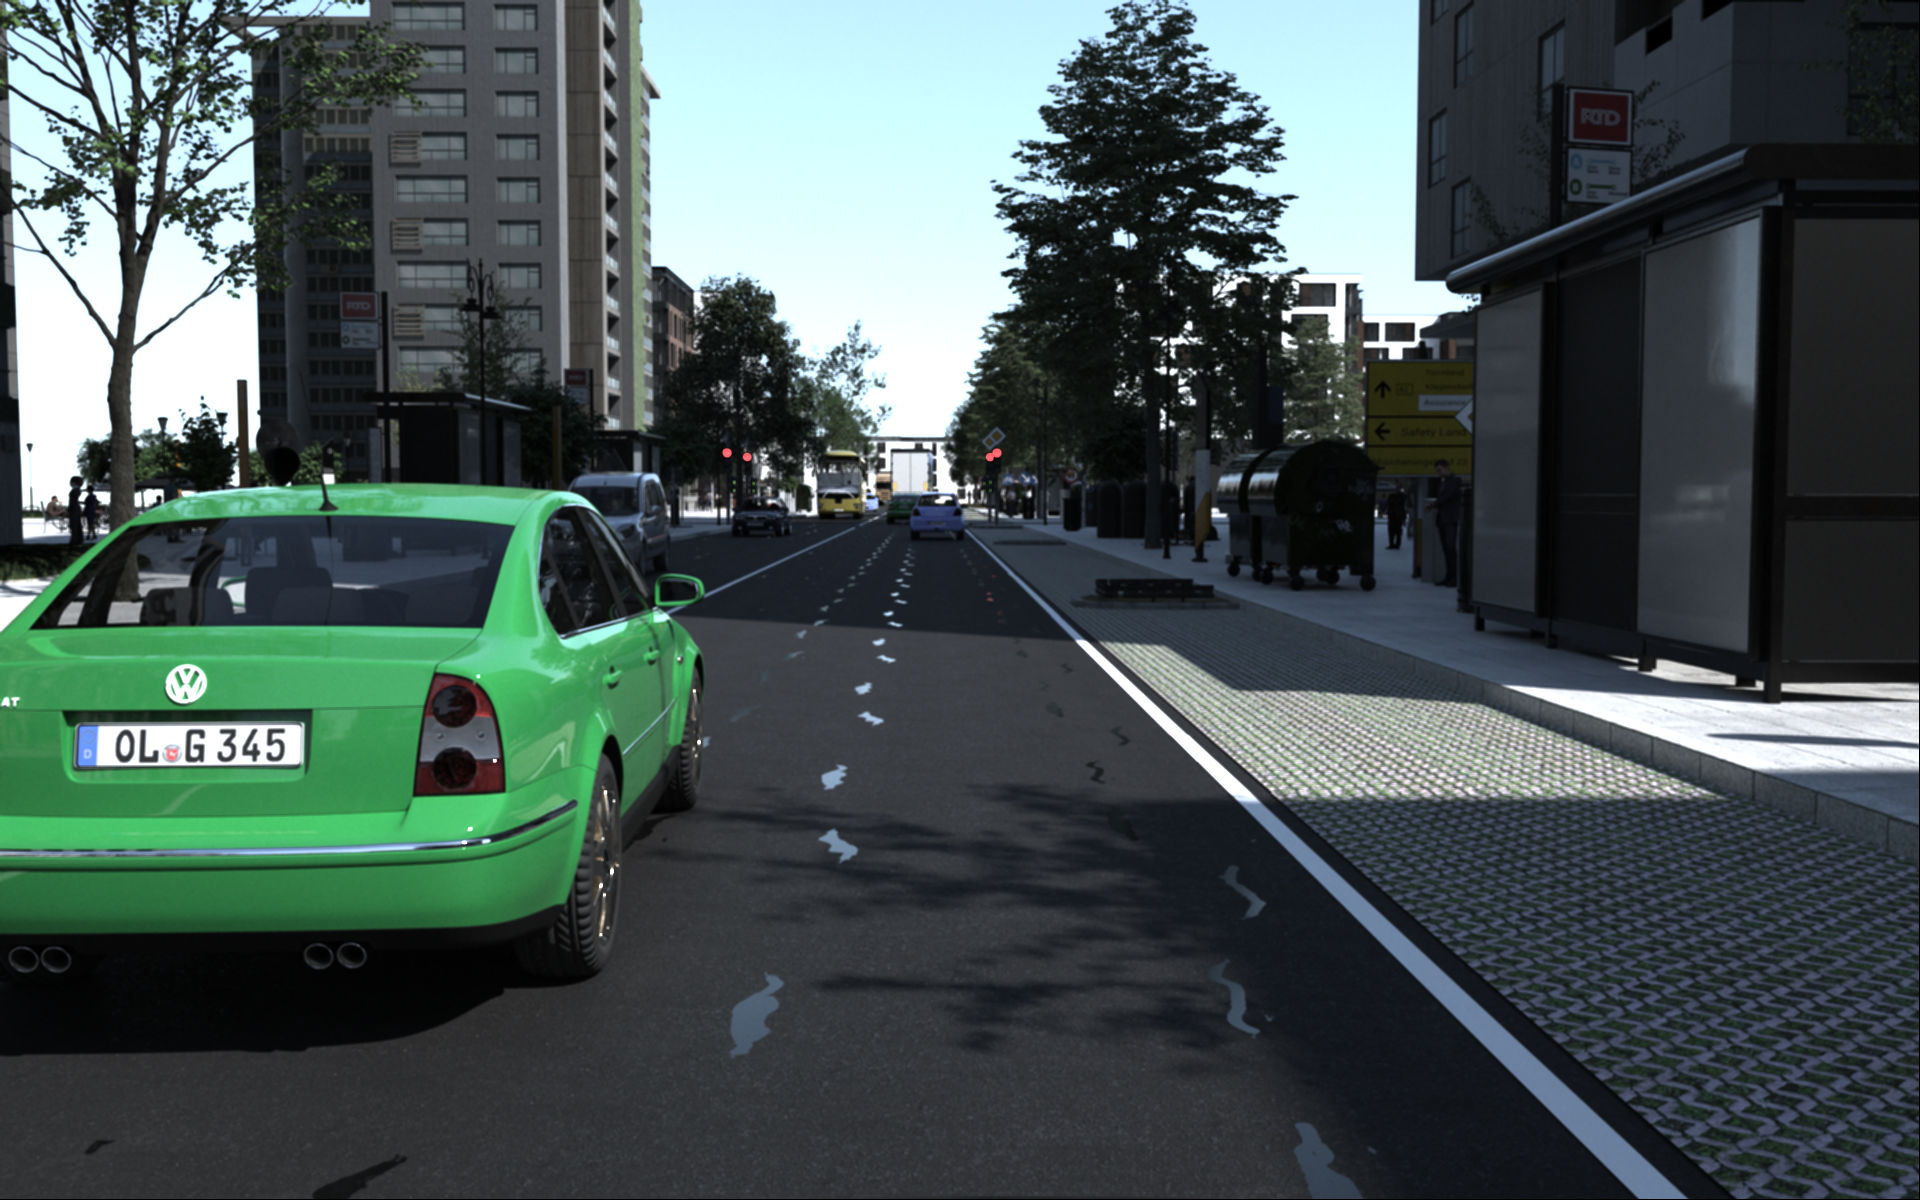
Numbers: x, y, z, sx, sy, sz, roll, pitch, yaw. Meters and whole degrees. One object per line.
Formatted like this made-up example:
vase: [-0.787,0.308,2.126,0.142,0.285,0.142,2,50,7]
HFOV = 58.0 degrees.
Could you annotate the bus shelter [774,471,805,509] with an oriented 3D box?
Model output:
bus shelter: [-12.916,-8.398,131.231,2.014,3.302,5.546,0,4,-1]

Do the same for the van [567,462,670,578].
van: [-6.248,-1.462,30.913,2.013,2.044,4.112,0,4,-1]

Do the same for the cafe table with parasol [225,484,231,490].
cafe table with parasol: [-39.205,-5.107,88.367,2.610,1.966,2.610,3,5,43]

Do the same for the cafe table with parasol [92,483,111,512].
cafe table with parasol: [-50.146,-6.084,104.331,2.610,1.966,2.610,3,4,38]

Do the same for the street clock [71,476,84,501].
street clock: [-34.825,-3.901,68.344,0.471,2.002,0.358,1,4,16]

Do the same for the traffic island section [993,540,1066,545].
traffic island section: [1.948,-1.616,49.284,1.991,0.108,1.994,0,4,-1]

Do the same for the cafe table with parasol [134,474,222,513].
cafe table with parasol: [-24.707,-3.020,54.238,2.610,1.966,2.610,-1,4,-20]

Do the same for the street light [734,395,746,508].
street light: [-10.238,-6.588,80.499,0.468,5.910,1.993,0,4,-1]

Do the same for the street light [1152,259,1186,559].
street light: [4.117,-3.763,34.306,0.468,5.910,1.993,0,4,-1]

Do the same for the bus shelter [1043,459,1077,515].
bus shelter: [5.679,-6.594,101.733,2.014,3.302,5.546,0,4,-1]

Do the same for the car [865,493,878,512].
car: [-7.608,-8.048,141.180,1.945,1.707,3.694,0,4,1]

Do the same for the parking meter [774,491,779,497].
parking meter: [-13.137,-7.082,124.205,0.372,1.533,0.369,0,3,0]

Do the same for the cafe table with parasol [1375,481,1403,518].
cafe table with parasol: [22.431,-5.313,91.735,2.610,1.966,2.610,-1,4,-15]

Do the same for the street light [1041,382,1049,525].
street light: [3.525,-6.032,71.409,0.468,5.910,1.993,0,4,-1]

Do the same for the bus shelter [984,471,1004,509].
bus shelter: [3.149,-9.569,150.377,2.014,3.302,5.546,0,4,-1]

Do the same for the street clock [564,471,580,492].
street clock: [-10.872,-2.692,48.590,0.358,2.002,0.471,2,4,27]

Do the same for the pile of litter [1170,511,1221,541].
pile of litter: [6.451,-2.085,48.058,1.719,0.858,1.176,0,4,-3]

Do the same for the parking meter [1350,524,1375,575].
parking meter: [6.371,-1.163,27.424,0.372,1.533,0.369,0,3,0]

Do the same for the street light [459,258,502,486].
street light: [-9.395,-3.751,34.110,0.468,5.910,1.993,0,4,-1]

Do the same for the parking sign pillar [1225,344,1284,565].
parking sign pillar: [5.613,-2.649,31.777,1.447,3.967,1.447,0,4,4]

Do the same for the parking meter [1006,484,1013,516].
parking meter: [2.961,-5.973,103.372,0.399,1.863,0.255,-3,4,-37]

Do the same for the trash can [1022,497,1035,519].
trash can: [3.482,-4.656,87.784,0.748,1.137,0.748,0,3,0]

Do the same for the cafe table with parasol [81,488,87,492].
cafe table with parasol: [-54.137,-6.388,109.313,2.610,1.966,2.610,0,4,0]

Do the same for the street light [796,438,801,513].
street light: [-10.863,-8.857,117.602,0.468,5.910,1.993,0,4,-1]

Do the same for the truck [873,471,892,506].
truck: [-9.164,-13.870,215.692,2.839,4.237,11.283,0,4,0]

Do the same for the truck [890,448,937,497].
truck: [-3.006,-7.527,111.982,2.839,4.237,11.283,0,4,0]

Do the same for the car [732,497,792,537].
car: [-6.822,-2.883,59.713,1.945,1.354,3.894,0,4,0]

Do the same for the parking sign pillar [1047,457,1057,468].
parking sign pillar: [5.960,-7.483,110.820,1.447,3.967,1.447,1,4,18]

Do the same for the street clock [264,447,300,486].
street clock: [-10.422,-1.352,26.671,0.471,2.002,0.358,-3,5,-42]

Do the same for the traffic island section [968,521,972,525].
traffic island section: [1.402,-3.535,80.072,2.009,0.180,2.903,0,4,-1]

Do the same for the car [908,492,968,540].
car: [-0.705,-2.812,55.574,1.945,1.707,3.694,0,4,0]

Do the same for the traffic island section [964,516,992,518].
traffic island section: [0.959,-5.014,104.846,1.991,0.108,1.994,0,4,-1]

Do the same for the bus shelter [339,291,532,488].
bus shelter: [-11.229,-3.633,37.026,2.179,5.291,8.768,0,4,-1]

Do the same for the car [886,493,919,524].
car: [-2.624,-4.632,84.528,1.959,1.807,4.718,0,4,0]

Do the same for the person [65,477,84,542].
person: [-23.033,-2.333,44.982,0.445,1.727,0.742,-2,4,-35]

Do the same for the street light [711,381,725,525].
street light: [-9.937,-6.020,71.214,0.468,5.910,1.993,0,4,-1]

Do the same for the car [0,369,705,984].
car: [-2.001,0.142,6.467,1.959,1.807,4.718,0,4,-3]

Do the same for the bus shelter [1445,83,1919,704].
bus shelter: [5.661,-2.268,14.709,2.179,5.291,8.768,0,4,-1]

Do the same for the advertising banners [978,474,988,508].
advertising banners: [2.585,-9.651,153.987,2.074,3.025,0.090,1,4,20]

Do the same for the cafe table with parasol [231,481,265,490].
cafe table with parasol: [-38.190,-5.404,93.223,2.610,1.966,2.610,-2,4,-35]

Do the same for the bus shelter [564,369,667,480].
bus shelter: [-11.621,-4.930,58.230,2.179,5.291,8.768,0,4,-1]

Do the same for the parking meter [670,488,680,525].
parking meter: [-11.723,-3.842,71.225,0.372,1.533,0.369,0,3,0]

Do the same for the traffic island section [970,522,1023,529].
traffic island section: [1.547,-3.046,72.088,2.009,0.180,2.903,0,4,-1]

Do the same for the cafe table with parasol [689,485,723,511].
cafe table with parasol: [-19.842,-7.984,135.399,2.610,1.966,2.610,1,4,13]

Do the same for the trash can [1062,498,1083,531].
trash can: [3.903,-2.969,60.192,0.748,1.137,0.748,0,3,0]
